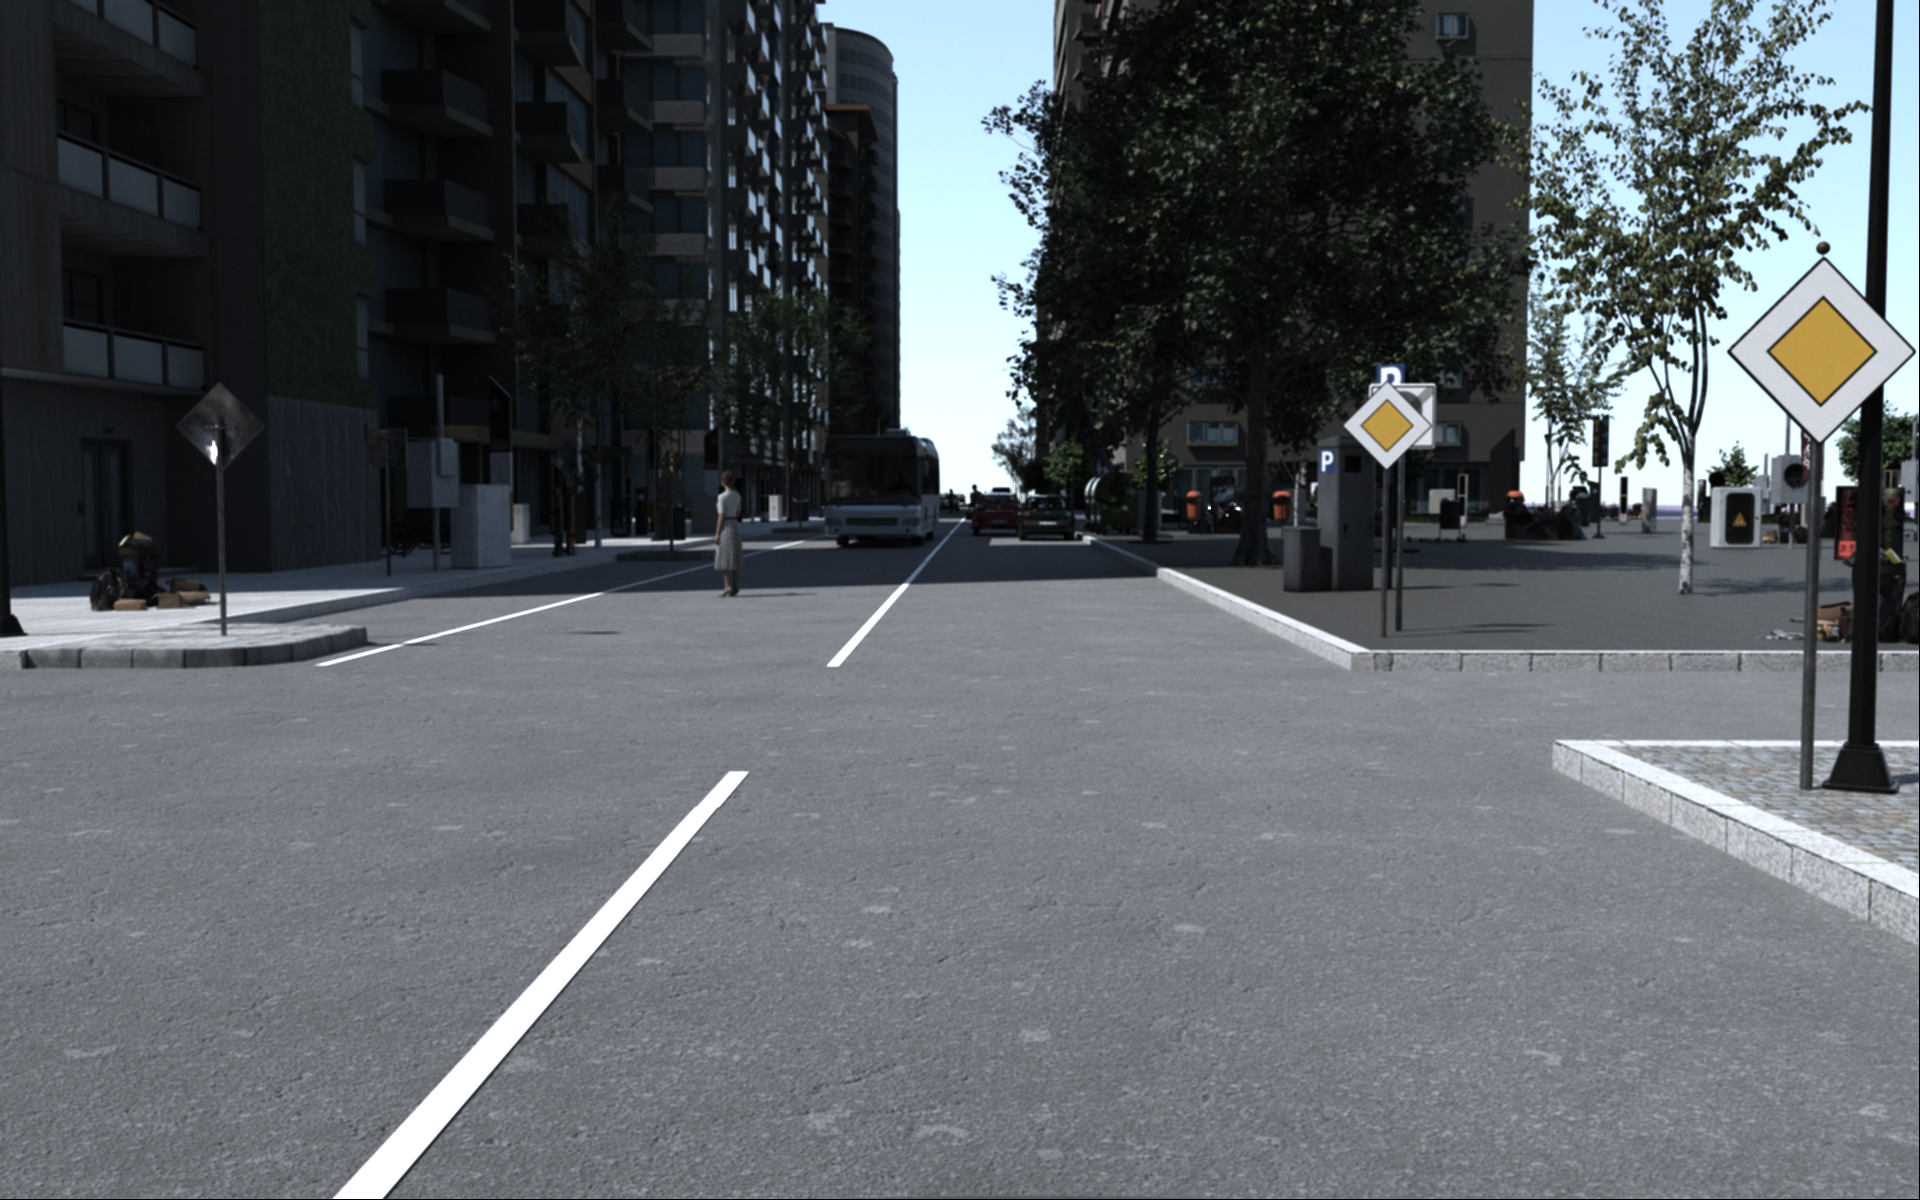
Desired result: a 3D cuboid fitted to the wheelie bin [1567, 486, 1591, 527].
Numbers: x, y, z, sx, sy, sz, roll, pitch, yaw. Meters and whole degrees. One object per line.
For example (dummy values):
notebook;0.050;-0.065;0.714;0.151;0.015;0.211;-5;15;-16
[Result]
wheelie bin;24.389;-3.689;68.225;0.693;1.594;0.980;-2;4;-29

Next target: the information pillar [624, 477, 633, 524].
information pillar;-14.210;-4.265;74.229;0.304;2.012;0.304;0;4;-5

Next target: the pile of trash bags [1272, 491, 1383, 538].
pile of trash bags;11.051;-2.567;51.717;3.447;1.369;1.912;1;4;8

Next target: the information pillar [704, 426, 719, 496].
information pillar;-8.462;-4.142;59.083;0.504;3.616;0.183;0;4;-7

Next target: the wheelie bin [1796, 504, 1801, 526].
wheelie bin;34.263;-3.790;69.874;0.980;1.594;0.693;-1;4;-12

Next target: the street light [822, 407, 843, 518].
street light;-6.923;-7.346;92.649;1.470;5.913;1.316;0;4;1

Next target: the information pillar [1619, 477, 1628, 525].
information pillar;27.789;-4.161;72.532;0.304;2.012;0.304;1;4;17

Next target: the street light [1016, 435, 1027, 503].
street light;5.356;-9.959;135.364;1.470;5.913;1.316;0;4;1

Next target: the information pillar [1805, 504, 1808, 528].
information pillar;23.192;-2.607;47.116;0.304;2.012;0.304;1;4;16

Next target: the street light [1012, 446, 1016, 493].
street light;5.782;-11.899;167.087;1.470;5.913;1.316;0;4;1

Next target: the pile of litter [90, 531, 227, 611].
pile of litter;-9.132;-0.353;19.744;1.176;0.858;1.719;3;4;36

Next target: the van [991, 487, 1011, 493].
van;3.737;-9.523;160.085;2.240;2.365;5.245;0;4;-1

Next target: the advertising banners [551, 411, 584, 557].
advertising banners;-8.129;-2.437;36.028;0.090;3.025;2.074;0;4;5

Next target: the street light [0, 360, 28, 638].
street light;-8.084;-2.624;15.447;1.470;5.913;1.316;0;4;1

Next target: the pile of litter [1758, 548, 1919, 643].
pile of litter;8.027;-0.080;15.279;1.719;0.858;1.176;3;4;37

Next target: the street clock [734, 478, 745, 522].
street clock;-9.994;-4.521;78.481;0.471;2.002;0.358;2;4;26

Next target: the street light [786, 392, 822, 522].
street light;-7.229;-6.505;78.892;1.470;5.913;1.316;0;4;1

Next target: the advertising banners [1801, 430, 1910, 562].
advertising banners;17.229;-2.281;33.476;0.090;3.025;2.074;-3;5;-44

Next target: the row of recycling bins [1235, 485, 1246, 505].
row of recycling bins;13.545;-4.743;84.661;1.069;1.692;3.534;0;4;3

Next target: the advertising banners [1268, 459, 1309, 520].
advertising banners;16.300;-5.489;85.940;2.074;3.025;0.090;0;4;-8

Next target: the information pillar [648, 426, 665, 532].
information pillar;-10.309;-4.106;58.496;0.504;3.616;0.183;2;4;35

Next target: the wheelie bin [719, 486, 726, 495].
wheelie bin;-9.867;-3.862;71.052;0.980;1.594;0.693;-2;4;-25

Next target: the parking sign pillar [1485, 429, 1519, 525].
parking sign pillar;22.625;-5.108;71.994;1.447;3.967;1.447;-2;4;-26

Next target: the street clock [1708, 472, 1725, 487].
street clock;24.355;-3.132;55.780;0.471;2.002;0.358;2;4;32

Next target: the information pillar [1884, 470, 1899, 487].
information pillar;28.635;-2.985;53.293;0.304;2.012;0.304;-1;4;-14

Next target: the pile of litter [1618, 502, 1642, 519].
pile of litter;34.666;-4.571;88.701;1.176;0.858;1.719;-3;5;-43

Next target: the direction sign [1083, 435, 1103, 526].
direction sign;5.116;-4.578;66.852;0.876;3.537;0.379;-2;4;-27

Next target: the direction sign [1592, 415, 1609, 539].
direction sign;18.484;-3.549;50.031;0.379;3.537;0.876;0;4;-8

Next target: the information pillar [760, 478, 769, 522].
information pillar;-8.876;-4.536;78.661;0.304;2.012;0.304;2;4;29

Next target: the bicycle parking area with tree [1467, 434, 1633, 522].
bicycle parking area with tree;29.068;-6.009;85.242;9.016;4.147;8.231;3;4;38

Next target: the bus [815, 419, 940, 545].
bus;-2.145;-3.439;51.079;2.948;3.499;13.247;0;4;2

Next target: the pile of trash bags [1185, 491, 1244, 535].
pile of trash bags;8.149;-2.800;55.528;1.912;1.369;3.447;2;4;33

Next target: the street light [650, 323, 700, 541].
street light;-7.747;-4.565;47.171;1.470;5.913;1.316;0;4;1

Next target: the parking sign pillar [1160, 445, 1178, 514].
parking sign pillar;10.515;-6.145;88.935;1.447;3.967;1.447;3;4;37

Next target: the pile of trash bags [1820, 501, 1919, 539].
pile of trash bags;26.141;-2.408;49.115;1.912;1.369;3.447;-1;4;-23

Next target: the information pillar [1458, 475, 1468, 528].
information pillar;18.947;-3.717;65.263;0.304;2.012;0.304;2;4;29

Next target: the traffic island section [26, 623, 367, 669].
traffic island section;-6.681;0.404;15.670;2.009;0.180;2.903;0;4;1

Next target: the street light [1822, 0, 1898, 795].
street light;3.392;-2.132;7.403;1.470;5.913;1.316;0;4;1

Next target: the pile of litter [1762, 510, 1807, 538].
pile of litter;21.538;-1.916;45.292;1.719;0.858;1.176;2;4;29

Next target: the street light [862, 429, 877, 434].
street light;-6.482;-9.286;124.371;1.470;5.913;1.316;0;4;1

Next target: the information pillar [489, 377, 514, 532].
information pillar;-9.154;-2.640;34.525;0.504;3.616;0.183;1;4;19

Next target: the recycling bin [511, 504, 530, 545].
recycling bin;-11.241;-1.896;43.553;0.722;1.027;0.722;0;4;-4

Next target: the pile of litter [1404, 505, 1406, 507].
pile of litter;21.196;-4.268;83.745;1.176;0.858;1.719;-3;5;-40

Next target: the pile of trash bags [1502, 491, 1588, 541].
pile of trash bags;16.334;-2.414;49.215;1.912;1.369;3.447;0;4;-6

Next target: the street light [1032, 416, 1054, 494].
street light;4.987;-7.983;103.055;1.470;5.913;1.316;0;4;1

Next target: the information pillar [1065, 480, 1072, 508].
information pillar;5.468;-5.067;87.336;0.304;2.012;0.304;0;4;-1
